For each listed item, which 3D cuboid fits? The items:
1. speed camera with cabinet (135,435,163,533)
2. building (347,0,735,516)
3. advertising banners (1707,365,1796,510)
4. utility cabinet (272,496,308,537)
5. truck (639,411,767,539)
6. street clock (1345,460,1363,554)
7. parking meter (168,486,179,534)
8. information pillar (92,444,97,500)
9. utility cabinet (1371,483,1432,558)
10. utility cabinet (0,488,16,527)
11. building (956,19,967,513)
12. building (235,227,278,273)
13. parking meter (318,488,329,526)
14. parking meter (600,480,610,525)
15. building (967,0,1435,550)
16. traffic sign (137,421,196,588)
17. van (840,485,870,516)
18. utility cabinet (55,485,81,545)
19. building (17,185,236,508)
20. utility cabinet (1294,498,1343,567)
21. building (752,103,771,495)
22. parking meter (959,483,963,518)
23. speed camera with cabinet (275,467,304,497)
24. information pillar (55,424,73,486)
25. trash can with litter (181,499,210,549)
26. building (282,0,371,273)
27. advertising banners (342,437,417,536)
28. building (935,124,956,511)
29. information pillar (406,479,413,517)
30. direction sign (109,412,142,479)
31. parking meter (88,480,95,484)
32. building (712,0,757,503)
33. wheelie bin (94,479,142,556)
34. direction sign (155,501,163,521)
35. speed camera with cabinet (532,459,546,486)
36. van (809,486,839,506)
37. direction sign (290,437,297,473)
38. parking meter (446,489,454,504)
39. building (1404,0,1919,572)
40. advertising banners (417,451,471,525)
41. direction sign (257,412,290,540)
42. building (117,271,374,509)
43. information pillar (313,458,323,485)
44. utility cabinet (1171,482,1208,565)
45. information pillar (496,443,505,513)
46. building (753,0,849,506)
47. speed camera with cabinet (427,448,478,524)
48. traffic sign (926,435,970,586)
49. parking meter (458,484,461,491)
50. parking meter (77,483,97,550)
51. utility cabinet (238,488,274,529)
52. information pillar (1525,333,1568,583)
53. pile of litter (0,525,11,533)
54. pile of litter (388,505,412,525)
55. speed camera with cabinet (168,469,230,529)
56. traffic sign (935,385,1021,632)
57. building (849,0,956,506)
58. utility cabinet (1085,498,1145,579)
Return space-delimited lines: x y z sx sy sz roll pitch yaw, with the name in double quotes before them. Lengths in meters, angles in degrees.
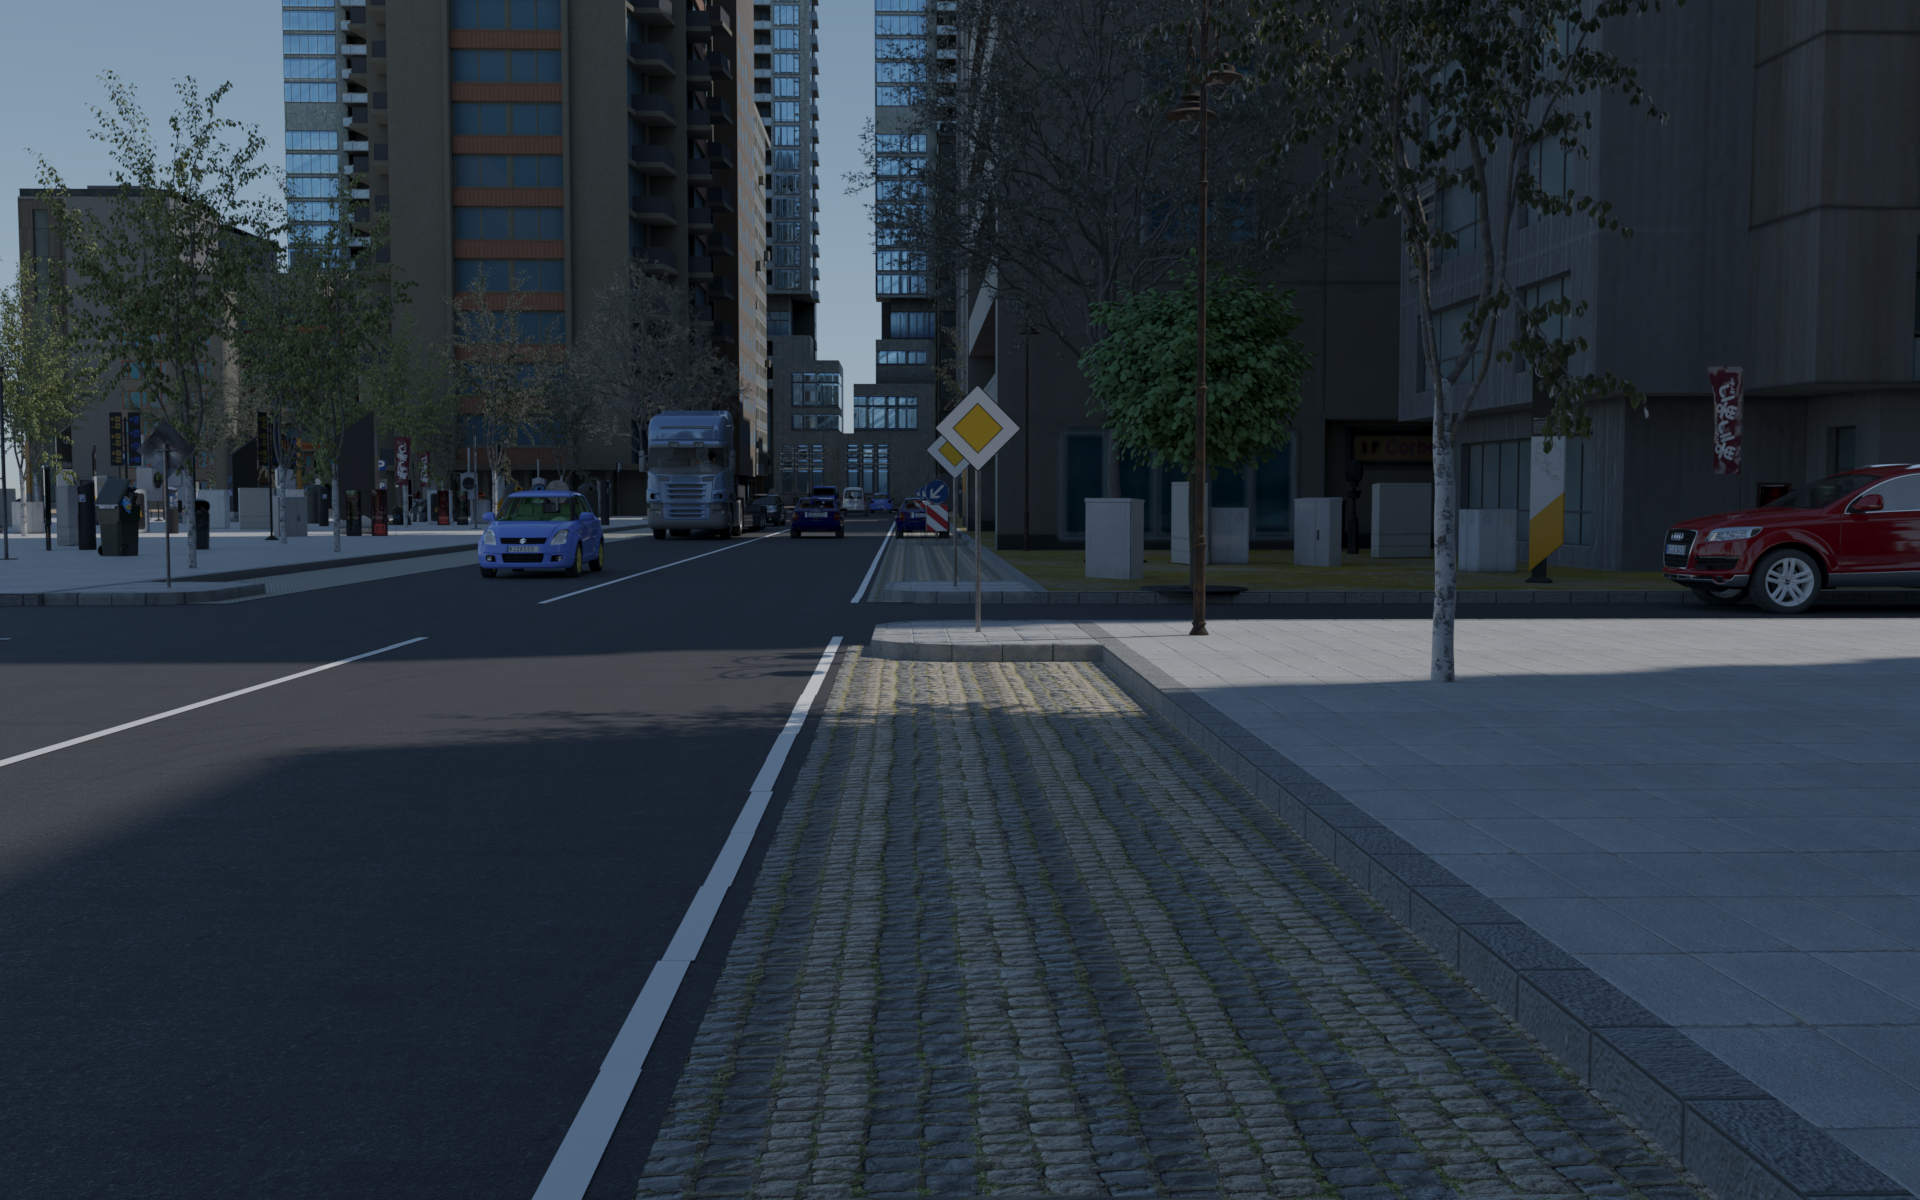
"speed camera with cabinet" -27.065 -3.840 57.113 0.660 3.252 2.038 0 4 2
"building" -26.550 -27.990 112.256 22.147 44.769 28.867 0 4 -2
"advertising banners" 11.174 -1.683 23.702 2.074 3.025 0.090 0 4 -5
"utility cabinet" -20.180 -2.510 52.198 0.306 1.237 1.020 2 4 32
"truck" -8.761 -4.404 61.770 2.967 4.110 18.799 0 4 -2
"street clock" 8.410 -1.984 37.002 0.358 2.002 0.471 2 4 35
"parking meter" -25.473 -2.909 55.969 0.372 1.533 0.369 0 3 0
"information pillar" -40.540 -5.492 81.149 0.183 3.616 0.504 -1 4 -15
"utility cabinet" 8.822 -1.588 34.647 1.173 1.500 0.318 -1 4 -17
"utility cabinet" -37.301 -3.579 67.203 0.318 1.500 1.173 3 4 37
"building" 10.249 -35.111 116.068 21.231 58.520 28.212 0 4 -2
"building" -82.812 -25.403 187.033 14.107 30.474 14.160 0 4 -2
"parking meter" -25.341 -3.703 68.962 0.372 1.533 0.369 0 3 0
"parking meter" -14.533 -3.986 70.887 0.255 1.863 0.399 1 4 12
"building" 11.186 -26.004 48.872 21.300 48.544 21.600 0 4 -2
"traffic sign" -10.862 -1.228 23.723 0.795 2.450 0.064 0 4 -2
"van" -6.837 -6.443 112.359 2.013 2.044 4.112 0 4 -1
"utility cabinet" -22.129 -2.104 43.074 0.318 1.500 1.173 -1 4 -9
"building" -79.467 -24.118 166.035 14.107 30.474 14.160 0 4 -2
"utility cabinet" 6.421 -1.221 31.121 0.306 1.237 1.020 -2 4 -27
"building" -29.751 -28.488 157.656 23.993 40.220 32.217 0 4 -2
"parking meter" 0.133 -5.393 93.887 0.255 1.863 0.399 -3 4 -37
"speed camera with cabinet" -23.758 -4.103 61.423 0.660 3.252 2.038 -2 4 -32
"information pillar" -29.944 -4.074 57.960 0.504 3.616 0.183 -3 4 -37
"trash can with litter" -17.775 -1.767 40.283 0.624 1.170 1.055 -2 4 -26
"building" -60.397 -53.682 190.373 31.000 86.520 22.319 0 4 -2
"advertising banners" -17.729 -3.459 52.740 2.074 3.025 0.090 0 4 -7
"building" 5.234 -22.418 138.237 14.160 30.474 14.107 0 4 -2
"information pillar" -26.030 -4.722 81.700 0.304 2.012 0.304 2 4 34
"direction sign" -23.077 -3.422 47.953 0.876 3.537 0.379 0 4 5
"parking meter" -36.553 -4.110 72.908 0.255 1.863 0.399 -2 4 -27
"building" -23.427 -29.608 134.203 14.600 45.320 14.200 0 4 -2
"wheelie bin" -17.460 -1.714 35.933 0.980 1.594 0.693 1 4 20
"direction sign" -37.748 -5.473 81.485 0.379 3.537 0.876 -1 4 -14
"speed camera with cabinet" -23.221 -6.367 98.441 2.038 3.252 0.660 0 4 1
"van" -10.020 -7.585 128.391 2.240 2.365 5.245 0 4 -2
"direction sign" -26.861 -4.719 69.146 0.876 3.537 0.379 -2 4 -35
"parking meter" -25.937 -4.872 88.061 0.372 1.533 0.369 0 3 0
"building" 16.755 -21.221 30.562 14.086 41.232 14.154 0 4 -2
"advertising banners" -21.173 -4.577 71.016 2.074 3.025 0.090 -1 4 -15
"direction sign" -19.156 -3.431 48.099 0.379 3.537 0.876 1 4 19
"building" -56.776 -19.259 159.931 28.899 21.520 27.650 0 4 -2
"information pillar" -34.136 -6.171 92.244 0.504 3.616 0.183 -1 4 -22
"utility cabinet" 4.179 -1.394 31.477 0.318 1.500 1.173 -1 4 -11
"information pillar" -20.818 -5.326 78.435 0.183 3.616 0.504 2 4 23
"building" -28.653 -53.730 191.152 31.000 86.520 22.319 0 4 -2
"speed camera with cabinet" -21.540 -4.843 73.512 2.038 3.252 0.660 -1 4 -12
"traffic sign" -0.072 -1.246 24.018 0.795 2.450 0.064 0 4 -2
"parking meter" -26.541 -5.300 92.374 0.399 1.863 0.255 -1 4 -8
"parking meter" -20.048 -1.917 39.758 0.372 1.533 0.369 0 3 0
"utility cabinet" -25.319 -3.283 62.352 1.173 1.500 0.318 -2 4 -31
"information pillar" 8.435 -2.050 24.875 0.504 3.616 0.183 2 4 35
"pile of litter" -32.210 -2.645 57.219 1.176 0.858 1.719 3 5 40
"pile of litter" -23.402 -3.518 71.486 1.719 0.858 1.176 -3 4 -37
"speed camera with cabinet" -28.209 -4.270 64.149 2.038 3.252 0.660 -1 4 -9
"traffic sign" 0.163 -0.758 16.036 0.795 2.450 0.064 0 4 -2
"building" 2.331 -53.789 192.125 31.000 86.520 22.319 0 4 -2
"utility cabinet" 2.362 -0.936 26.463 0.306 1.237 1.020 -3 4 -38
